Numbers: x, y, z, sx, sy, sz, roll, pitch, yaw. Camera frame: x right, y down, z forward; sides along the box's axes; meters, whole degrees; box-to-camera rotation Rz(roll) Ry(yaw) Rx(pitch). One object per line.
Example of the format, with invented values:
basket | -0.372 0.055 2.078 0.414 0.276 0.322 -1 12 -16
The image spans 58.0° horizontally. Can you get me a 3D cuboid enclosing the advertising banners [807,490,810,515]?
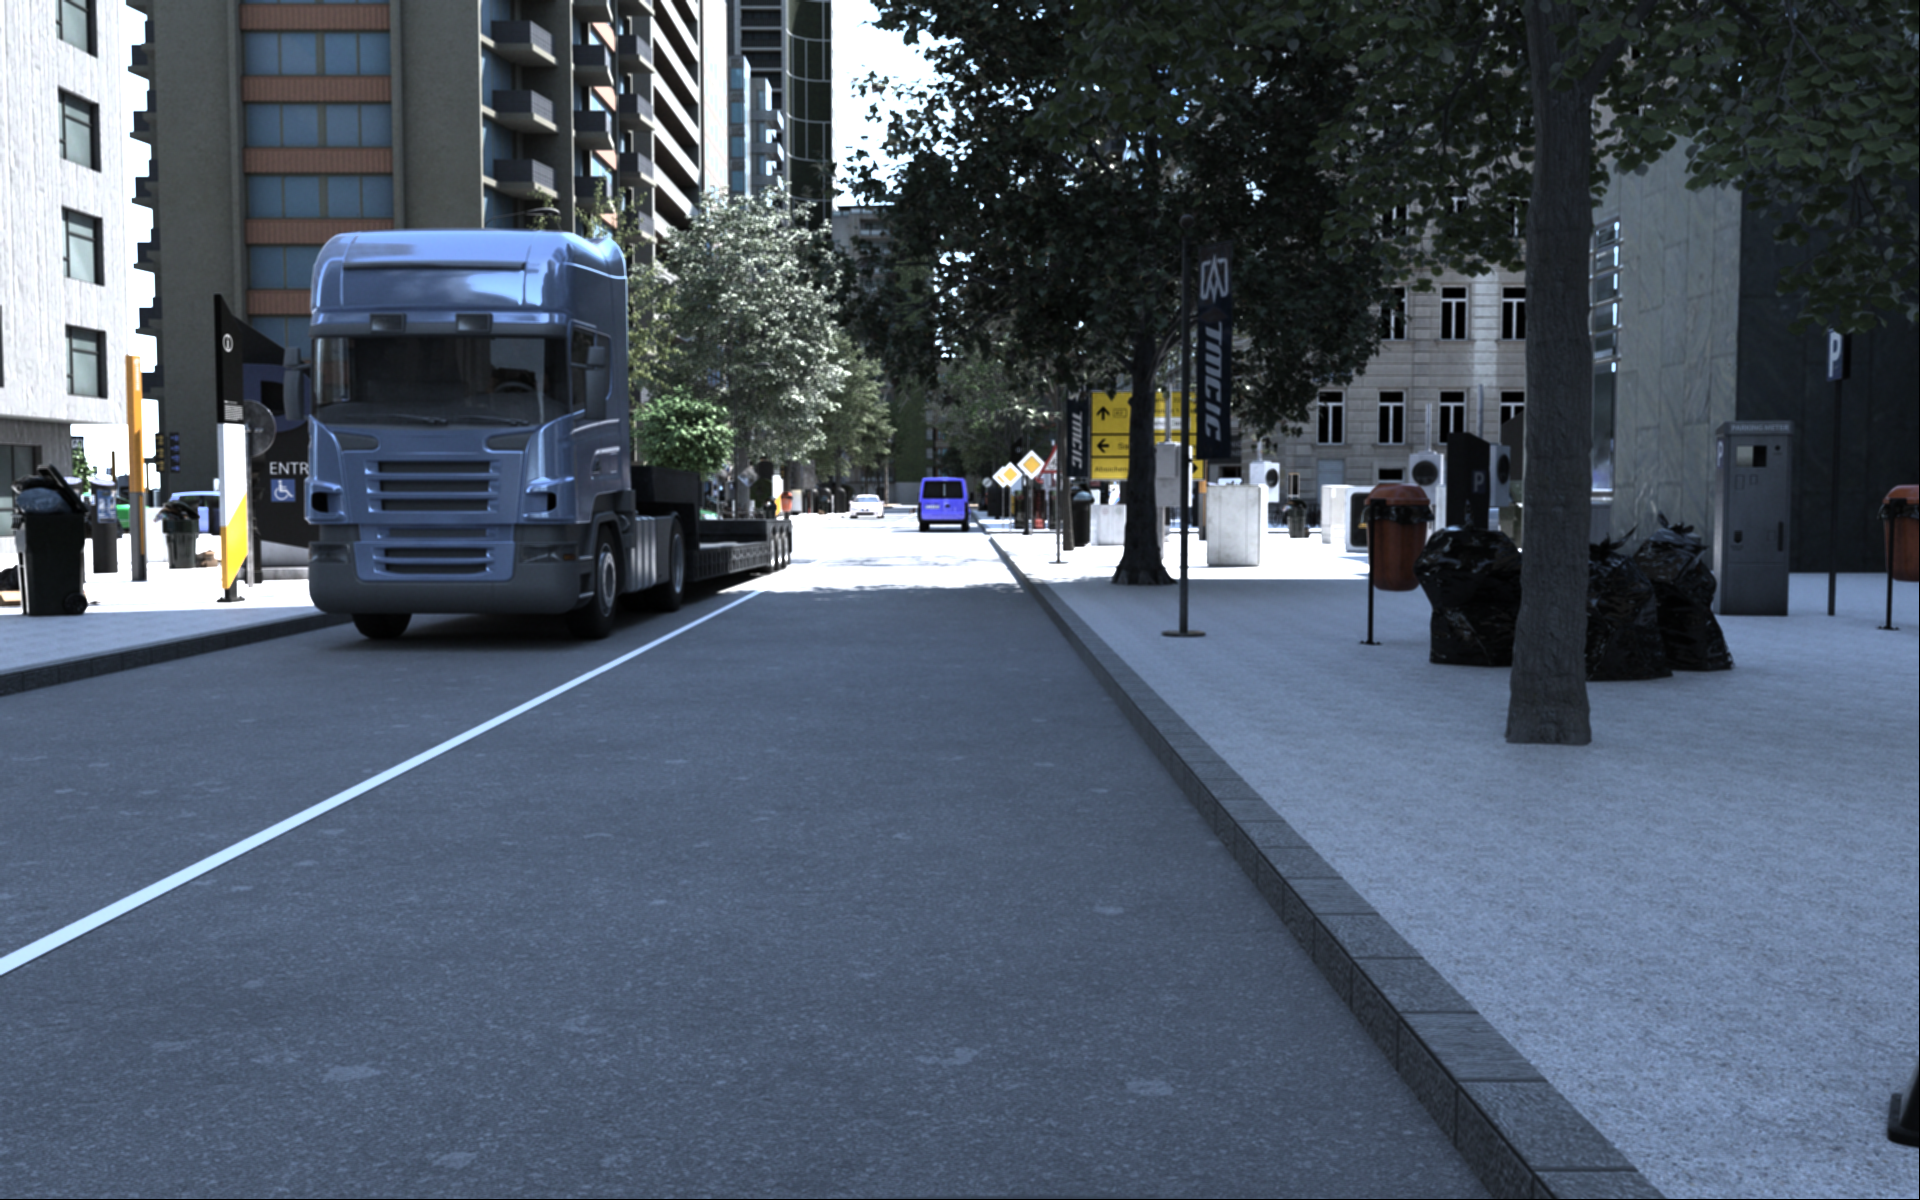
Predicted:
advertising banners | -9.528 -6.908 109.129 0.090 3.025 2.074 0 3 0

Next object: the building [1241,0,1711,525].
building | 25.646 -17.123 77.231 25.104 27.353 12.463 0 4 0

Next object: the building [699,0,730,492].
building | -26.979 -30.157 143.171 14.600 45.320 14.200 0 4 0

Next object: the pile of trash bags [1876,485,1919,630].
pile of trash bags | 9.411 -0.327 15.105 1.912 1.369 3.447 -1 4 -15

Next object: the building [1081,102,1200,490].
building | 23.339 -51.542 155.381 22.319 86.520 31.000 0 4 0

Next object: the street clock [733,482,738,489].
street clock | -11.461 -5.183 89.312 0.471 2.002 0.358 2 4 35

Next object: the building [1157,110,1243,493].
building | 21.588 -20.636 113.815 17.030 29.872 44.131 0 4 0

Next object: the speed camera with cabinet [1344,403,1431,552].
speed camera with cabinet | 9.524 -2.670 37.996 2.038 3.252 0.660 1 4 22

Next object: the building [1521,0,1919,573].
building | 23.731 -43.298 20.591 22.319 86.520 31.000 0 4 0

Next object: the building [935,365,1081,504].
building | 11.110 -24.450 244.796 28.899 21.520 27.650 0 4 0

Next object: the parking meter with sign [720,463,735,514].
parking meter with sign | -13.292 -6.451 101.729 0.543 3.016 1.738 3 5 43

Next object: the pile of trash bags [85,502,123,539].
pile of trash bags | -25.693 -2.401 49.004 3.447 1.369 1.912 -3 5 -43

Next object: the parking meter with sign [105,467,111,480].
parking meter with sign | -55.675 -7.138 112.966 0.543 3.016 1.738 -3 5 -44

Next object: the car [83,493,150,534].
car | -29.257 -2.964 57.263 4.718 1.807 1.959 0 4 0

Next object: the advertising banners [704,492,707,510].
advertising banners | -19.503 -8.424 133.919 2.074 3.025 0.090 -1 4 -15

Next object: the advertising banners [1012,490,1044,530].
advertising banners | 2.828 -4.052 62.437 2.074 3.025 0.090 2 4 27

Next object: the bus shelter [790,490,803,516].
bus shelter | -10.054 -6.766 104.541 2.014 3.302 5.546 0 4 0

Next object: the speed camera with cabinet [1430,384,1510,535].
speed camera with cabinet | 9.100 -2.221 30.651 0.660 3.252 2.038 3 4 38

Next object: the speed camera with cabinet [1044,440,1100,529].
speed camera with cabinet | 4.119 -4.246 63.750 2.038 3.252 0.660 1 4 9

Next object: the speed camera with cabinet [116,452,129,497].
speed camera with cabinet | -40.188 -5.406 82.724 0.660 3.252 2.038 -3 4 -38

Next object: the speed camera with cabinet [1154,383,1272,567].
speed camera with cabinet | 4.420 -2.233 30.847 2.038 3.252 0.660 1 4 22

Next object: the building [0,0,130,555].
building | -26.102 -16.123 35.320 14.107 30.474 14.160 0 4 0

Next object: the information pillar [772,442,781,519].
information pillar | -8.204 -5.255 77.274 0.183 3.616 0.504 2 4 34

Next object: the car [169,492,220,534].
car | -23.963 -2.853 56.235 3.694 1.707 1.945 0 4 0

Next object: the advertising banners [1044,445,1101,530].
advertising banners | 4.110 -4.004 61.655 2.074 3.025 0.090 0 4 -7

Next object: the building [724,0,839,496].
building | -27.723 -49.055 240.293 20.611 71.187 20.563 0 4 0

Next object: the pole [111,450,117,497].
pole | -39.496 -5.323 80.866 0.158 3.312 0.155 0 3 0

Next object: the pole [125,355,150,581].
pole | -12.134 -1.937 25.516 0.158 3.312 0.155 0 3 0

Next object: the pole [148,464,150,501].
pole | -47.787 -6.608 101.889 0.158 3.312 0.155 0 3 0

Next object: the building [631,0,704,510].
building | -29.897 -30.255 118.378 21.300 48.544 21.600 0 4 0

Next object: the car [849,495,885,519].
car | -5.462 -5.482 101.989 2.083 1.381 4.827 0 4 0

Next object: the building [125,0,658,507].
building | -27.324 -26.343 85.328 22.147 44.769 28.867 0 4 0

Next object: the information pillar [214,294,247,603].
information pillar | -8.647 -1.785 20.539 0.183 3.616 0.504 0 4 5

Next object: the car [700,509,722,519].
car | -10.411 -2.840 58.236 4.920 1.459 2.131 0 4 0

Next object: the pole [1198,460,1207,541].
pole | 6.676 -3.290 47.638 0.158 3.312 0.155 0 3 0

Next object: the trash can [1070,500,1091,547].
trash can | 2.797 -1.845 41.821 0.748 1.137 0.748 0 3 0

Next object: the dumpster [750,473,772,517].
dumpster | -9.066 -4.698 79.305 1.502 2.255 1.985 0 4 0

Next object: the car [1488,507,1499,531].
car | 16.921 -2.819 58.090 4.499 1.417 2.014 0 4 1

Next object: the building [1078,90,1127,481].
building | 23.669 -32.538 186.625 22.147 44.769 28.867 0 4 0

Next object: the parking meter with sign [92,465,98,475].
parking meter with sign | -53.206 -6.649 104.976 1.738 3.016 0.543 0 4 1

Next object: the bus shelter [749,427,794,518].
bus shelter | -10.699 -7.226 95.785 2.179 5.291 8.768 0 3 0

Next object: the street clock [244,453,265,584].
street clock | -10.070 -1.227 24.627 0.471 2.002 0.358 3 5 44

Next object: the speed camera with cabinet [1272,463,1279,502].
speed camera with cabinet | 8.047 -3.294 48.186 2.038 3.252 0.660 -3 5 -42

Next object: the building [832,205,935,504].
building | -10.366 -33.885 237.618 14.086 41.232 14.154 0 4 0

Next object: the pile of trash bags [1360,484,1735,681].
pile of trash bags | 4.330 -0.236 13.618 1.912 1.369 3.447 -2 4 -26

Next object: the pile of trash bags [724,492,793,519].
pile of trash bags | -9.606 -4.416 81.960 3.447 1.369 1.912 0 4 4

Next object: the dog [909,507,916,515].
dog | -3.314 -6.161 120.016 0.406 0.507 0.540 1 4 9

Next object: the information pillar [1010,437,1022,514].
information pillar | 2.293 -4.823 70.216 0.504 3.616 0.183 0 4 1

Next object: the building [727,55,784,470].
building | -34.973 -34.856 189.512 30.456 49.044 23.786 0 4 0

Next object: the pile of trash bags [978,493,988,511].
pile of trash bags | 2.221 -7.405 130.816 1.912 1.369 3.447 0 4 5

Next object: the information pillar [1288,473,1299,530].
information pillar | 11.896 -3.504 61.788 0.304 2.012 0.304 -1 4 -10
